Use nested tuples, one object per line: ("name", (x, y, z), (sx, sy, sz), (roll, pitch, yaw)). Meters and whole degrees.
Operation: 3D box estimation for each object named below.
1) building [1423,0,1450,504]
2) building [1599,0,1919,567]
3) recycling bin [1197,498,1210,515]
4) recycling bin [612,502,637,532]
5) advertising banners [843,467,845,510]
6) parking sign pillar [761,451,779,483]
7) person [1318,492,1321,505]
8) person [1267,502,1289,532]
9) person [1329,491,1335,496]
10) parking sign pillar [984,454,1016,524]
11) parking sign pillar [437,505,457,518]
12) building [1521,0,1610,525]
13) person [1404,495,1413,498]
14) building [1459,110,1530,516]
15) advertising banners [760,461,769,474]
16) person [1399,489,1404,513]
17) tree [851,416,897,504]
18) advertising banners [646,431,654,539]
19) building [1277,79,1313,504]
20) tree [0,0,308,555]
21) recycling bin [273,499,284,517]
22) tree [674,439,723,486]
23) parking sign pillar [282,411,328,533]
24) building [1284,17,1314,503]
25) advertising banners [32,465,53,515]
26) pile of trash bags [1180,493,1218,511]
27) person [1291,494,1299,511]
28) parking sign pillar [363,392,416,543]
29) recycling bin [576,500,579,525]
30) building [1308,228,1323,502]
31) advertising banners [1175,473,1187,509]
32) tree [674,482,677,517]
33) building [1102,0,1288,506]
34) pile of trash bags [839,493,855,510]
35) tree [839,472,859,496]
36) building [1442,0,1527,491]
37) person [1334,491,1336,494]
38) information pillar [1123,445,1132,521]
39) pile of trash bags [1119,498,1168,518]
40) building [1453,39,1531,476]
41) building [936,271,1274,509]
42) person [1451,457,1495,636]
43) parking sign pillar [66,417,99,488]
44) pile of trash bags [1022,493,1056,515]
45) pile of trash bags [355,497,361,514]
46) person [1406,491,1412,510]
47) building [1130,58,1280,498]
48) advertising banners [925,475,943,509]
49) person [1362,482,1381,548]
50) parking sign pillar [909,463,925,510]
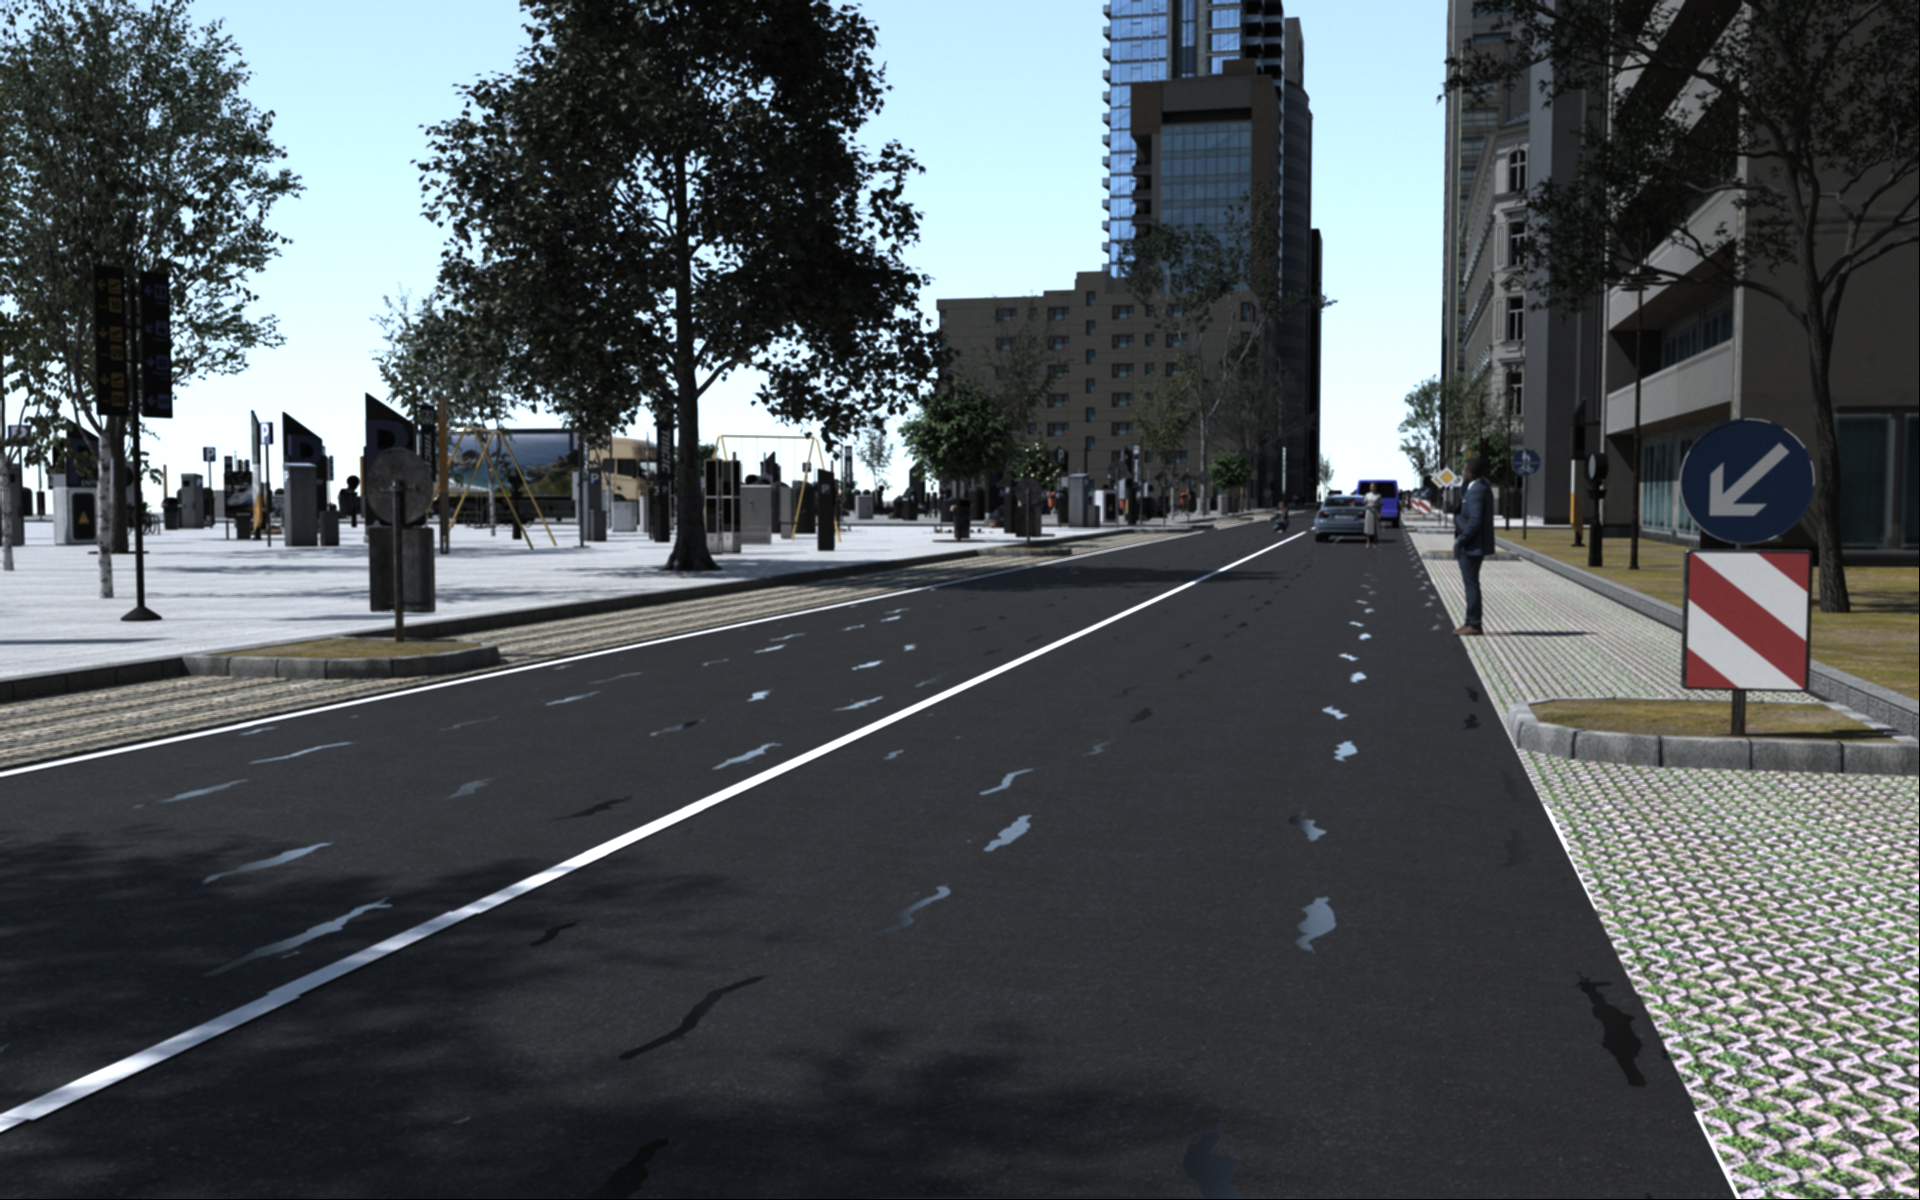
("building", (74.425, -48.795, 236.051), (20.563, 71.187, 20.611), (1, 4, 14))
("building", (26.770, -25.290, 37.188), (21.300, 48.544, 21.600), (1, 4, 14))
("recycling bin", (15.079, -5.788, 107.186), (0.722, 1.027, 0.722), (1, 4, 16))
("recycling bin", (-11.356, -2.819, 58.648), (0.722, 1.027, 0.722), (0, 4, 2))
("advertising banners", (-7.611, -7.192, 113.769), (0.090, 3.025, 2.074), (0, 4, -6))
("parking sign pillar", (-11.999, -7.385, 109.218), (1.447, 3.967, 1.447), (3, 5, 44))
("person", (43.918, -12.358, 211.472), (0.530, 1.710, 0.541), (3, 4, 38))
("person", (11.971, -3.099, 64.660), (0.738, 1.151, 1.012), (-1, 4, -11))
("person", (32.468, -8.652, 150.890), (0.756, 1.711, 0.436), (-1, 4, -13))
("parking sign pillar", (1.770, -5.340, 75.776), (1.447, 3.967, 1.447), (-2, 4, -24))
("parking sign pillar", (-27.505, -6.418, 93.402), (1.447, 3.967, 1.447), (1, 4, 13))
("building", (36.903, -17.091, 72.951), (24.014, 27.812, 14.314), (1, 4, 14))
("person", (52.897, -11.980, 204.389), (1.348, 1.823, 0.705), (3, 5, 41))
("building", (43.865, -20.954, 119.011), (17.030, 29.872, 44.131), (1, 4, 14))
("advertising banners", (-9.827, -5.934, 93.215), (2.074, 3.025, 0.090), (-2, 4, -31))
("person", (30.800, -6.868, 121.024), (0.641, 1.798, 0.478), (-1, 4, -22))
("tree", (-7.183, -12.063, 147.594), (4.360, 8.622, 3.978), (0, 3, 0))
("advertising banners", (-8.829, -3.257, 49.434), (0.090, 3.025, 2.074), (0, 4, -4))
("building", (38.023, -42.933, 243.955), (21.231, 58.520, 28.212), (1, 4, 14))
("tree", (-17.969, -6.794, 36.830), (9.928, 11.665, 9.643), (0, 3, 0))
("recycling bin", (-37.532, -5.085, 95.692), (0.722, 1.027, 0.722), (-1, 4, -15))
("tree", (-14.457, -6.754, 94.149), (4.285, 4.588, 4.351), (0, 3, 0))
("parking sign pillar", (-21.511, -4.186, 56.909), (1.447, 3.967, 1.447), (3, 5, 44))
("building", (44.293, -50.699, 267.182), (20.563, 71.187, 20.611), (1, 4, 14))
("advertising banners", (-55.659, -6.642, 104.791), (0.090, 3.025, 2.074), (2, 4, 31))
("pile of trash bags", (18.729, -7.636, 134.603), (3.447, 1.369, 1.912), (-1, 4, -14))
("person", (28.935, -8.438, 149.657), (0.628, 1.438, 0.799), (3, 5, 43))
("parking sign pillar", (-15.029, -3.502, 45.734), (1.447, 3.967, 1.447), (0, 4, -4))
("recycling bin", (-15.428, -3.596, 71.341), (0.722, 1.027, 0.722), (-1, 4, -9))
("building", (51.944, -38.786, 284.260), (14.600, 45.320, 14.200), (1, 4, 14))
("advertising banners", (18.908, -9.241, 147.272), (2.074, 3.025, 0.090), (-3, 5, -43))
("tree", (-16.131, -6.376, 98.846), (1.663, 3.219, 1.824), (0, 3, 0))
("building", (28.218, -54.582, 205.086), (22.319, 86.520, 31.000), (1, 4, 14))
("pile of trash bags", (-8.720, -7.936, 139.506), (3.447, 1.369, 1.912), (3, 5, 44))
("tree", (-8.490, -8.234, 129.227), (1.663, 3.219, 1.824), (0, 3, 0))
("building", (60.977, -38.919, 178.329), (21.231, 58.520, 28.212), (1, 4, 14))
("person", (49.378, -13.462, 228.545), (1.348, 1.831, 0.705), (3, 5, 40))
("information pillar", (8.084, -5.626, 83.332), (0.183, 3.616, 0.504), (-2, 4, -32))
("pile of trash bags", (9.578, -5.078, 92.770), (1.912, 1.369, 3.447), (3, 4, 39))
("building", (52.803, -29.076, 158.981), (14.154, 41.232, 14.086), (1, 4, 14))
("building", (14.774, -19.524, 164.259), (27.650, 21.520, 28.899), (1, 4, 14))
("person", (5.186, -0.539, 17.494), (0.419, 1.800, 0.721), (1, 4, 19))
("parking sign pillar", (-30.679, -4.430, 60.907), (1.447, 3.967, 1.447), (-1, 4, -20))
("pile of trash bags", (4.932, -5.944, 106.934), (1.912, 1.369, 3.447), (-2, 4, -30))
("pile of trash bags", (-37.731, -6.183, 110.841), (1.912, 1.369, 3.447), (3, 5, 41))
("person", (40.670, -9.014, 156.603), (0.721, 1.735, 1.217), (3, 5, 41))
("building", (26.239, -32.628, 183.572), (14.600, 45.320, 14.200), (1, 4, 14))
("advertising banners", (-2.114, -9.059, 144.303), (2.074, 3.025, 0.090), (-3, 5, -43))
("person", (10.900, -2.250, 45.865), (0.480, 1.755, 0.524), (1, 4, 17))
("parking sign pillar", (-3.212, -8.671, 130.241), (1.447, 3.967, 1.447), (3, 5, 41))
